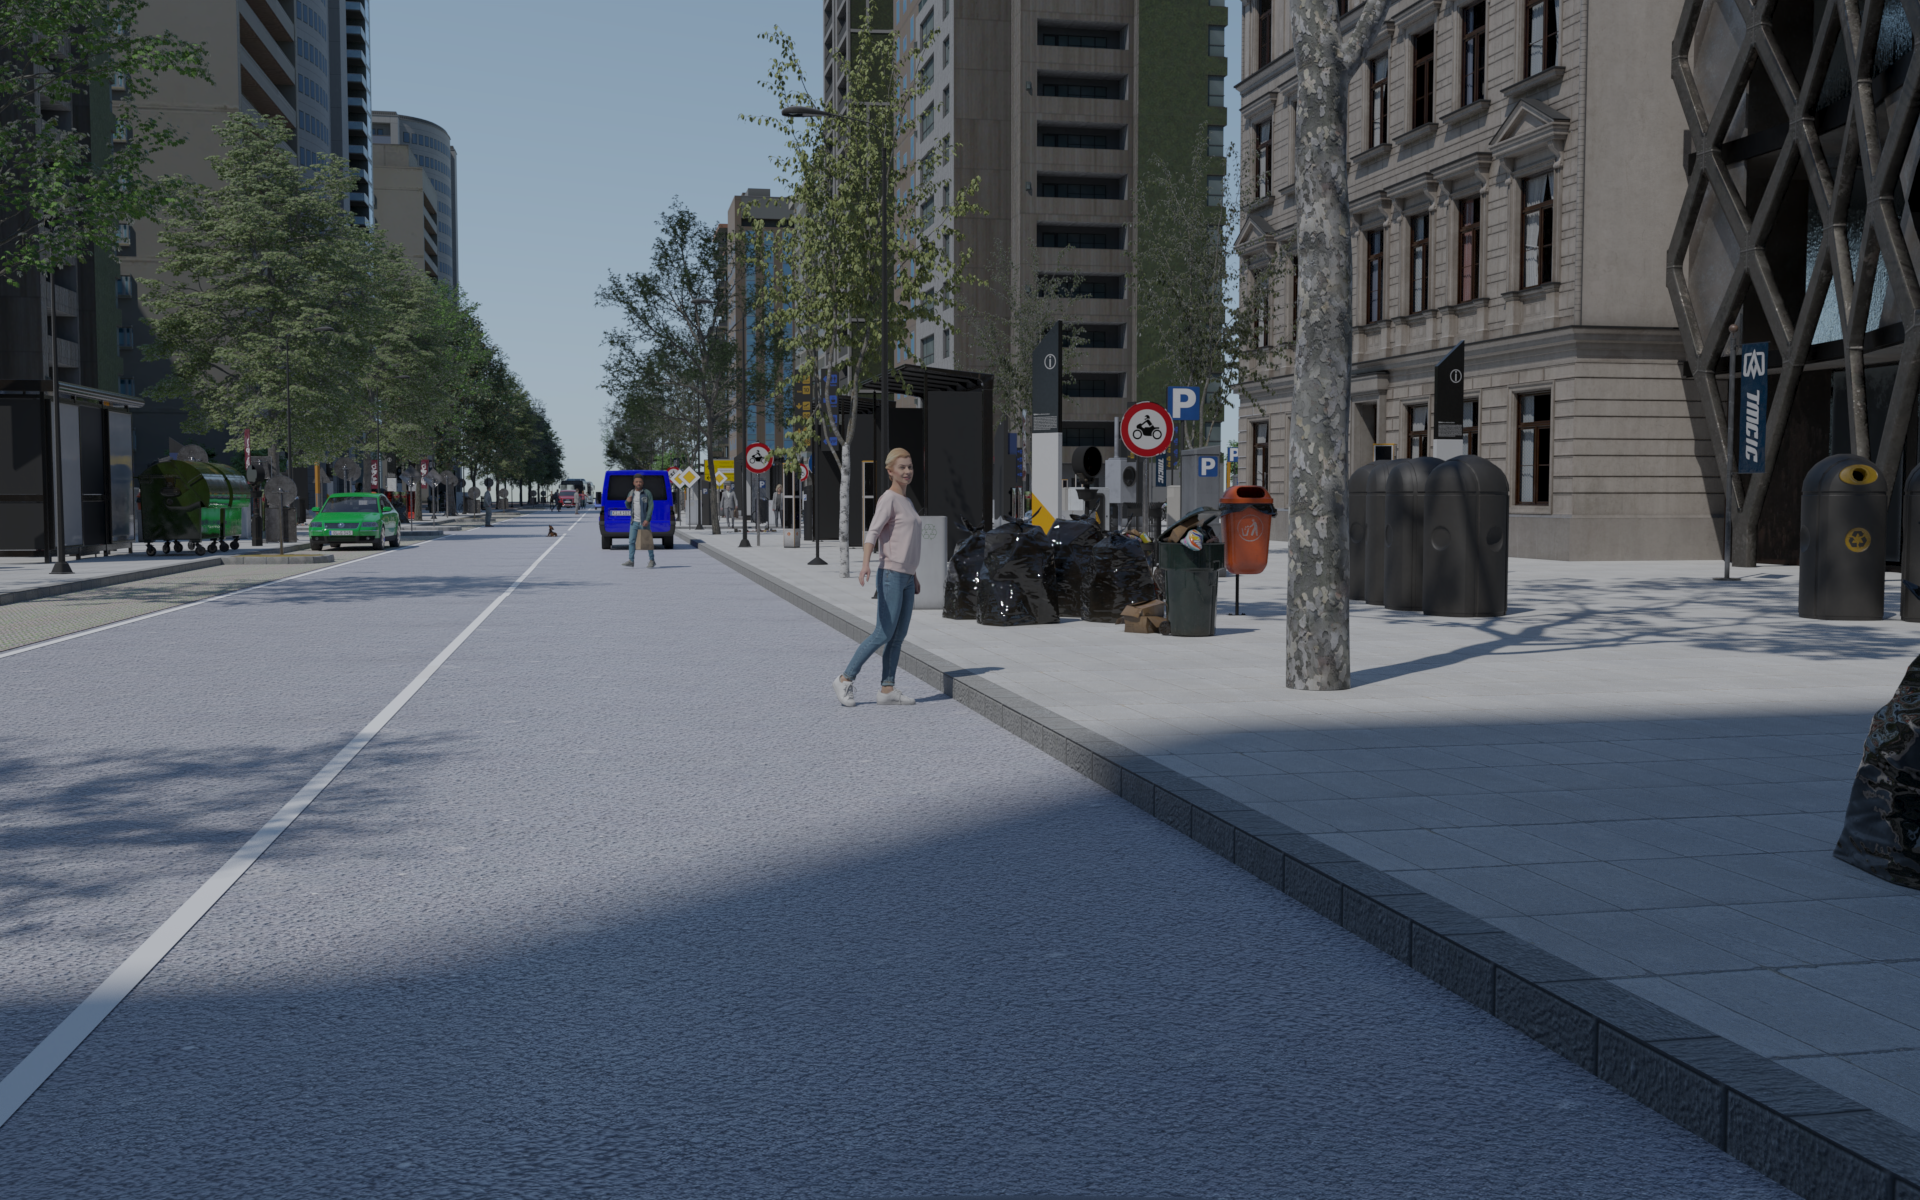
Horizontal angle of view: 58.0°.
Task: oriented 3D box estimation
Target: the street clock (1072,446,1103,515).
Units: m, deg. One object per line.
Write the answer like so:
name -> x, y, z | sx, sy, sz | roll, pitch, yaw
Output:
street clock -> 1.915, -1.319, 26.139 | 0.358, 2.002, 0.471 | 3, 5, 43

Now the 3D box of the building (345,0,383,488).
building -> -71.590, -52.906, 177.681 | 22.319, 86.520, 31.000 | -1, 4, -12

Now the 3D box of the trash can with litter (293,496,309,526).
trash can with litter -> -26.623, -3.622, 70.275 | 1.678, 1.210, 2.233 | 2, 4, 29

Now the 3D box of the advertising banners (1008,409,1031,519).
advertising banners -> 1.187, -2.377, 35.060 | 0.090, 3.025, 2.074 | 1, 4, 11

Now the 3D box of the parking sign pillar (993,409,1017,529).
parking sign pillar -> 1.444, -4.097, 55.464 | 1.447, 3.967, 1.447 | -1, 4, -12

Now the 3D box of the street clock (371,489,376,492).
street clock -> -36.167, -6.256, 106.858 | 0.358, 2.002, 0.471 | 1, 4, 21

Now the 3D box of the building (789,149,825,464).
building -> -5.940, -30.956, 198.006 | 32.217, 40.220, 23.993 | -1, 4, -12

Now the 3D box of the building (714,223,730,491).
building -> -27.773, -37.963, 275.322 | 22.147, 44.769, 28.867 | -1, 4, -12

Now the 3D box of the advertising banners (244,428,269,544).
advertising banners -> -18.483, -3.016, 45.498 | 0.090, 3.025, 2.074 | -3, 4, -36

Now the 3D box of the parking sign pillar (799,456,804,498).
parking sign pillar -> -11.535, -8.227, 122.984 | 1.447, 3.967, 1.447 | 1, 4, 18

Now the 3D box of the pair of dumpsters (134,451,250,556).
pair of dumpsters -> -16.636, -2.147, 37.603 | 1.574, 2.255, 4.437 | -1, 4, -11

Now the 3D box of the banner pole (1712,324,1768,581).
banner pole -> 11.501, -2.167, 25.440 | 0.401, 3.779, 0.863 | -2, 4, -24

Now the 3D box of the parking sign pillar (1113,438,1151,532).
parking sign pillar -> 5.788, -4.291, 58.626 | 1.447, 3.967, 1.447 | -3, 4, -36

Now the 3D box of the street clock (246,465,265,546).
street clock -> -17.292, -2.324, 42.562 | 0.471, 2.002, 0.358 | 3, 4, 36

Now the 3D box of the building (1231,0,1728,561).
building -> 14.379, -10.859, 42.174 | 10.561, 19.102, 19.286 | -1, 4, -12

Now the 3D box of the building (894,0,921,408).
building -> 3.689, -28.287, 112.605 | 14.600, 45.320, 14.200 | -1, 4, -12

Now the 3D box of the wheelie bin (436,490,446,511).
wheelie bin -> -38.285, -7.340, 127.910 | 0.693, 1.594, 0.980 | 0, 4, -4

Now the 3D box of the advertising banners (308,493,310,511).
advertising banners -> -50.094, -8.212, 130.459 | 2.074, 3.025, 0.090 | -1, 4, -16

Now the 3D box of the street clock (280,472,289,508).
street clock -> -22.344, -3.215, 57.130 | 0.471, 2.002, 0.358 | 2, 4, 34

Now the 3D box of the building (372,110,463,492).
building -> -88.784, -44.257, 265.607 | 21.231, 58.520, 28.212 | -1, 4, -12

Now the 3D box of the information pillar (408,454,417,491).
information pillar -> -28.153, -5.983, 89.169 | 0.504, 3.616, 0.183 | -1, 4, -21

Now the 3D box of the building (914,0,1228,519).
building -> 5.565, -19.746, 94.556 | 14.107, 30.474, 14.160 | -1, 4, -12

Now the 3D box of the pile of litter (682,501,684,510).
pile of litter -> -21.241, -7.441, 135.619 | 1.719, 0.858, 1.176 | 3, 4, 38

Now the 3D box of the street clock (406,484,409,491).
street clock -> -36.709, -6.772, 115.295 | 0.358, 2.002, 0.471 | -2, 4, -26

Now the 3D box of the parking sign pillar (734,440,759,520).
parking sign pillar -> -10.653, -6.016, 86.841 | 1.447, 3.967, 1.447 | 1, 4, 14

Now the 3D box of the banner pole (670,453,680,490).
banner pole -> -17.377, -7.057, 105.397 | 0.863, 3.779, 0.401 | -3, 5, -43

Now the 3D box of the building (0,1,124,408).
building -> -49.692, -19.034, 82.912 | 14.160, 30.474, 14.107 | -1, 4, -12

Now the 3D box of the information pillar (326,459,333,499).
information pillar -> -40.550, -7.347, 111.478 | 0.183, 3.616, 0.504 | 2, 4, 28

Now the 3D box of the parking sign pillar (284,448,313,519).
parking sign pillar -> -39.042, -6.930, 101.773 | 1.447, 3.967, 1.447 | 0, 4, 5

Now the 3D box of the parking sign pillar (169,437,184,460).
parking sign pillar -> -36.637, -5.709, 81.816 | 1.447, 3.967, 1.447 | -1, 4, -12

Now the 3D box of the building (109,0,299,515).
building -> -55.225, -29.781, 110.623 | 21.300, 48.544, 21.600 | -1, 4, -12

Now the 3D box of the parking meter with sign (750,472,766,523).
parking meter with sign -> -8.954, -4.940, 77.022 | 0.543, 3.016, 1.738 | -2, 4, -30

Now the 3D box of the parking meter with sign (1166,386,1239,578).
parking meter with sign -> 3.778, -1.900, 27.331 | 0.543, 3.016, 1.738 | -1, 4, -12

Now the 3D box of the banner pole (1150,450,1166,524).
banner pole -> 8.396, -5.121, 73.751 | 0.863, 3.779, 0.401 | 0, 4, -1

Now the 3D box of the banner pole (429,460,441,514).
banner pole -> -34.239, -7.514, 112.873 | 0.401, 3.779, 0.863 | 3, 4, 38

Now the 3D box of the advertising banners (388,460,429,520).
advertising banners -> -27.656, -5.562, 87.134 | 2.074, 3.025, 0.090 | 1, 4, 9

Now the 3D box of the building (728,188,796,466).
building -> -26.422, -36.910, 253.593 | 14.600, 45.320, 14.200 | -1, 4, -12

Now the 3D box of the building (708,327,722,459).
building -> -36.264, -32.135, 297.105 | 14.160, 30.474, 14.107 | -1, 4, -12

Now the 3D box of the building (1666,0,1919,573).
building -> 21.228, -9.648, 25.195 | 16.820, 18.784, 16.811 | -1, 4, -12

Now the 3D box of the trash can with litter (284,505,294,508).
trash can with litter -> -26.372, -3.405, 67.056 | 1.055, 1.170, 0.624 | 0, 4, 2

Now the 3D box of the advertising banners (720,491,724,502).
advertising banners -> -13.782, -6.646, 104.846 | 2.074, 3.025, 0.090 | -1, 4, -22

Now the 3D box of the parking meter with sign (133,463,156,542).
parking meter with sign -> -22.323, -3.037, 45.922 | 1.738, 3.016, 0.543 | -1, 4, -8

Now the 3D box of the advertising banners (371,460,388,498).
advertising banners -> -29.057, -5.630, 88.231 | 2.074, 3.025, 0.090 | -2, 4, -25

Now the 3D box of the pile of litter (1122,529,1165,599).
pile of litter -> 2.203, -0.462, 21.511 | 1.719, 0.858, 1.176 | 2, 4, 28

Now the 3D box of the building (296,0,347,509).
building -> -65.475, -37.115, 148.823 | 21.231, 58.520, 28.212 | -1, 4, -12

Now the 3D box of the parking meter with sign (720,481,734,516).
parking meter with sign -> -13.233, -6.320, 99.586 | 0.543, 3.016, 1.738 | -3, 5, -43

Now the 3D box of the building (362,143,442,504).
building -> -84.570, -37.780, 241.397 | 21.300, 48.544, 21.600 | -1, 4, -12

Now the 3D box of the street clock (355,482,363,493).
street clock -> -37.431, -6.320, 107.895 | 0.358, 2.002, 0.471 | 2, 4, 28

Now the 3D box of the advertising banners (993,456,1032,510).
advertising banners -> 2.475, -5.082, 79.271 | 2.074, 3.025, 0.090 | 2, 4, 25

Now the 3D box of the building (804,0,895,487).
building -> -1.558, -42.714, 136.627 | 20.563, 71.187, 20.611 | -1, 4, -12
